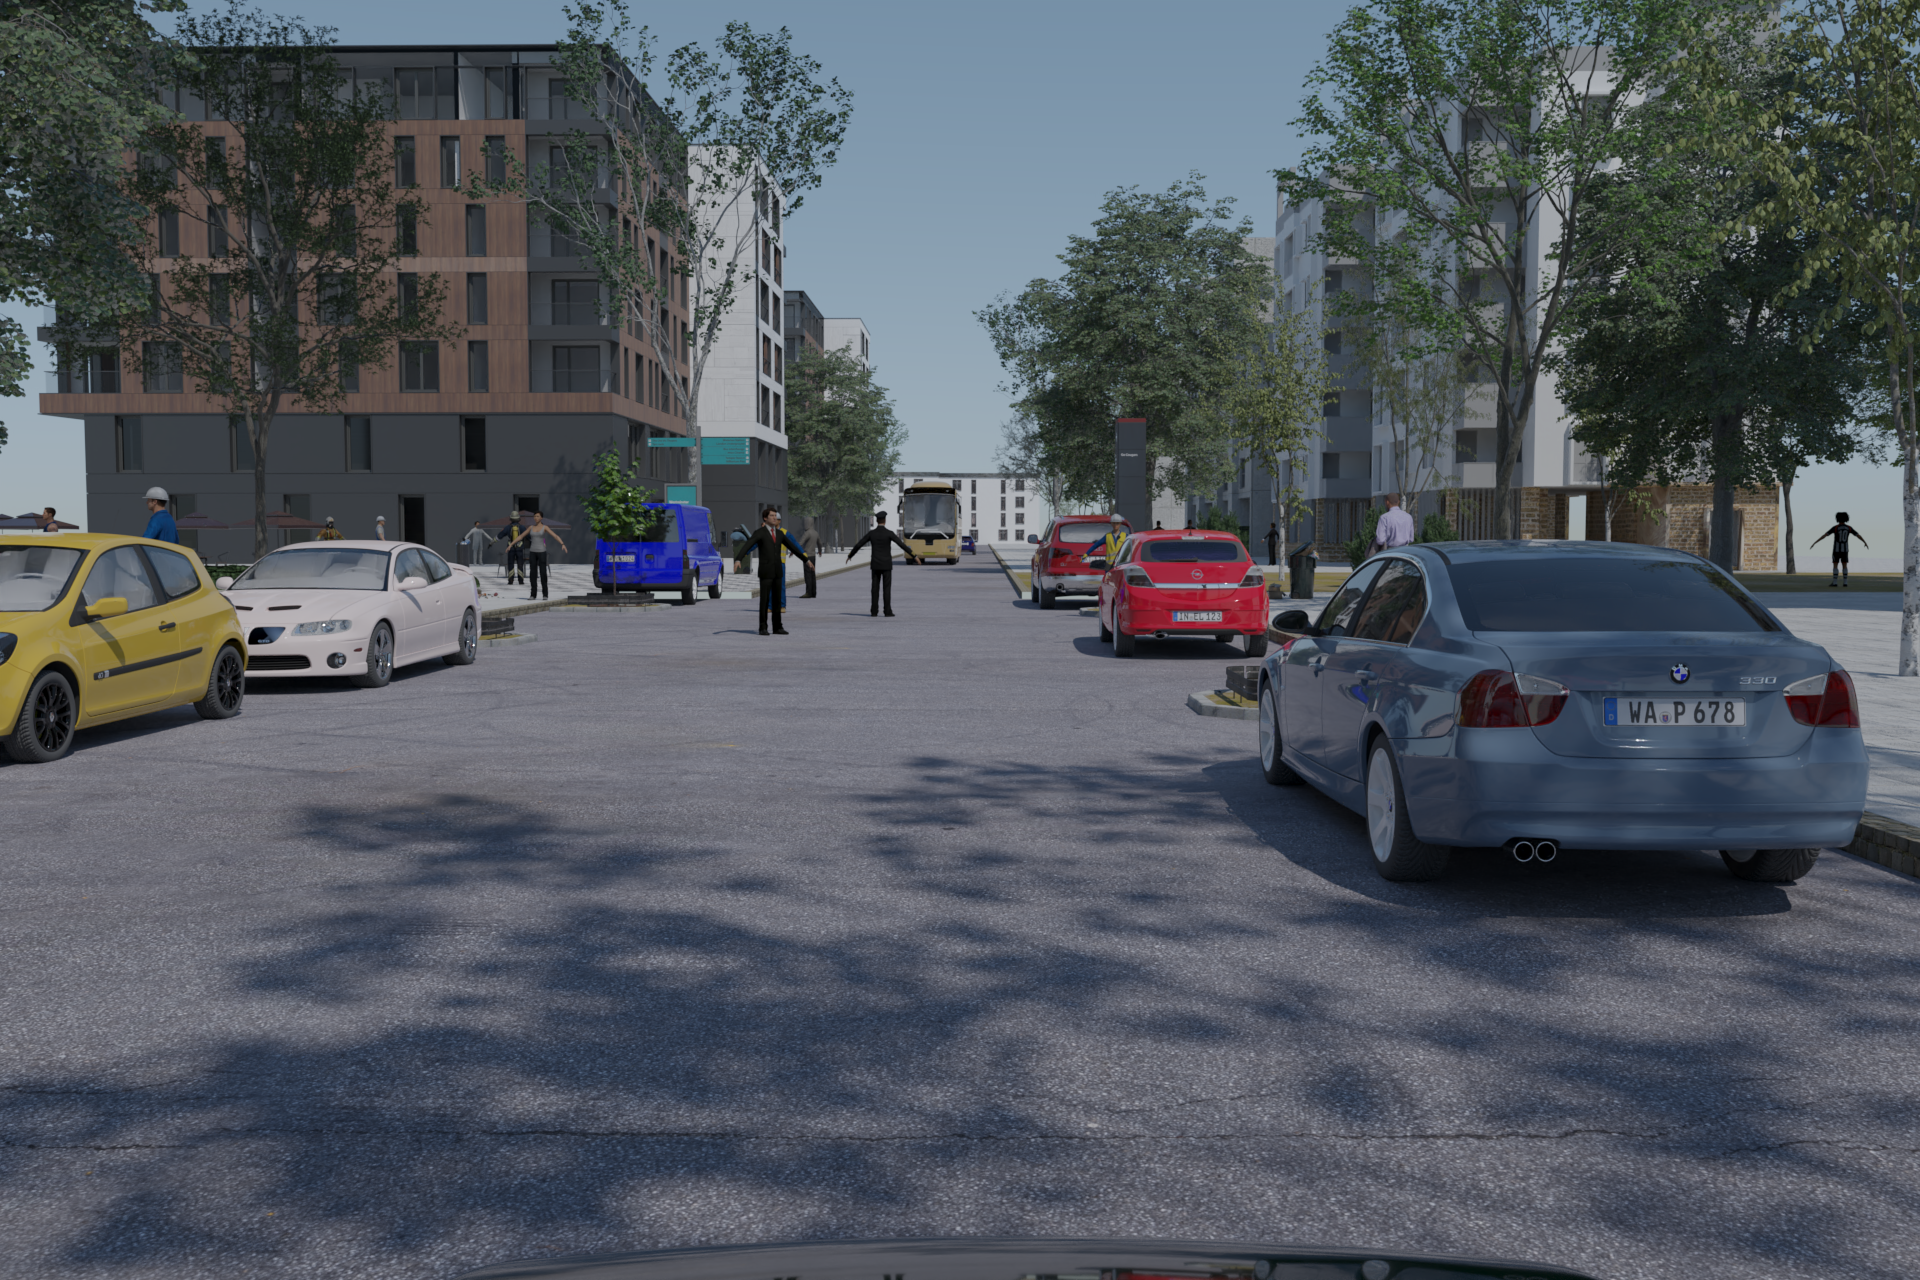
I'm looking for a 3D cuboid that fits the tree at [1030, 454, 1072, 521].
[{"bbox_3d":[7.217,-11.747,142.419,4.360,8.622,3.978,0,3,0],"label":"tree"}]

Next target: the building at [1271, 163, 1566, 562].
[{"bbox_3d":[21.700,-14.317,90.508,16.016,20.090,11.380,0,4,1],"label":"building"}]

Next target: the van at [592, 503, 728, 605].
[{"bbox_3d":[-6.258,-1.974,36.662,2.240,2.365,5.245,0,4,1],"label":"van"}]

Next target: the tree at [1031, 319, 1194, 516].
[{"bbox_3d":[7.077,-9.387,79.232,9.928,11.665,9.643,0,3,0],"label":"tree"}]

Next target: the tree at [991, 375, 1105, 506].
[{"bbox_3d":[7.389,-13.584,132.463,12.009,13.543,11.850,0,3,0],"label":"tree"}]

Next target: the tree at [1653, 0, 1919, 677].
[{"bbox_3d":[8.415,-3.967,15.221,4.737,8.622,4.395,0,3,0],"label":"tree"}]

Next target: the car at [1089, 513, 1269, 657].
[{"bbox_3d":[2.717,-0.773,21.673,2.155,1.783,4.494,0,4,1],"label":"car"}]

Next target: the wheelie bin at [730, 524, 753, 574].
[{"bbox_3d":[-6.959,-2.900,55.326,0.693,1.594,0.980,0,4,1],"label":"wheelie bin"}]

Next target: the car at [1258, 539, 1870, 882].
[{"bbox_3d":[2.610,0.219,8.428,2.014,1.417,4.499,0,4,0],"label":"car"}]

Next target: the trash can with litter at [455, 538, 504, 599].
[{"bbox_3d":[-9.949,-1.489,35.402,1.678,1.210,2.233,0,4,0],"label":"trash can with litter"}]

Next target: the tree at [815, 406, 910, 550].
[{"bbox_3d":[-8.156,-12.994,138.201,9.928,11.665,9.643,0,3,0],"label":"tree"}]

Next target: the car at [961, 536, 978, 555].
[{"bbox_3d":[0.254,-6.527,119.298,1.945,1.354,3.894,0,4,1],"label":"car"}]

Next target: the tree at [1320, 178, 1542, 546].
[{"bbox_3d":[9.060,-5.217,35.655,4.360,8.622,3.978,0,3,0],"label":"tree"}]

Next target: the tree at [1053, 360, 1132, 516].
[{"bbox_3d":[6.115,-7.414,71.574,4.360,8.622,3.978,0,3,0],"label":"tree"}]

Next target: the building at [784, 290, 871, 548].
[{"bbox_3d":[-23.362,-19.440,161.826,27.936,21.610,32.646,0,4,1],"label":"building"}]

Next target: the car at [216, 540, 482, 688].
[{"bbox_3d":[-6.294,-0.323,17.645,2.083,1.381,4.827,0,4,0],"label":"car"}]

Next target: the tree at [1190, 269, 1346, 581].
[{"bbox_3d":[8.642,-5.923,47.210,4.737,8.622,4.395,0,3,0],"label":"tree"}]

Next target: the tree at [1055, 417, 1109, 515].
[{"bbox_3d":[7.276,-9.242,101.469,4.737,8.622,4.395,0,3,0],"label":"tree"}]

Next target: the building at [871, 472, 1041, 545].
[{"bbox_3d":[-3.145,-17.700,233.993,28.070,9.664,9.099,0,4,-4],"label":"building"}]

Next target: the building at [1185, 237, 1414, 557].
[{"bbox_3d":[24.792,-15.009,111.857,16.747,18.905,31.486,0,4,1],"label":"building"}]

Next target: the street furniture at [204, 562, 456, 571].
[{"bbox_3d":[-18.672,-1.856,45.965,10.072,0.657,5.734,0,4,2],"label":"street furniture"}]

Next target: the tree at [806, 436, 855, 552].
[{"bbox_3d":[-8.410,-10.427,120.847,4.360,8.622,3.978,0,3,0],"label":"tree"}]

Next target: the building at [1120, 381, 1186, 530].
[{"bbox_3d":[26.050,-19.015,177.356,16.747,18.905,31.486,0,4,1],"label":"building"}]

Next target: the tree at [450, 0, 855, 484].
[{"bbox_3d":[-10.730,-12.540,60.924,12.611,20.169,13.585,0,3,0],"label":"tree"}]

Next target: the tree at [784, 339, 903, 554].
[{"bbox_3d":[-8.633,-12.577,112.296,9.857,13.997,8.962,0,3,0],"label":"tree"}]

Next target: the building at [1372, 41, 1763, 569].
[{"bbox_3d":[22.878,-13.247,73.002,16.016,20.090,11.380,0,4,1],"label":"building"}]

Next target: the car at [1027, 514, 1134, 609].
[{"bbox_3d":[2.516,-1.591,34.689,2.281,1.827,5.304,0,4,0],"label":"car"}]

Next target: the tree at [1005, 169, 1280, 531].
[{"bbox_3d":[6.467,-9.446,61.094,9.857,13.997,8.962,0,3,0],"label":"tree"}]

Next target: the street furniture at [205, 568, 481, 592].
[{"bbox_3d":[-16.079,-1.407,38.639,10.072,0.657,5.734,0,4,-5],"label":"street furniture"}]

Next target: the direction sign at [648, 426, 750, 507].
[{"bbox_3d":[-6.433,-3.342,43.410,2.525,3.948,1.411,0,4,2],"label":"direction sign"}]

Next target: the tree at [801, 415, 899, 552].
[{"bbox_3d":[-8.572,-11.787,127.129,8.767,10.594,7.601,0,4,4],"label":"tree"}]

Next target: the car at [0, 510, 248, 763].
[{"bbox_3d":[-6.523,-0.113,12.069,2.015,1.641,3.980,0,4,1],"label":"car"}]

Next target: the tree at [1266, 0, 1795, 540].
[{"bbox_3d":[8.898,-6.230,27.616,9.928,11.665,9.643,0,3,0],"label":"tree"}]

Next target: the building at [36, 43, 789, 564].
[{"bbox_3d":[-24.755,-14.991,89.079,27.936,21.610,32.646,0,4,1],"label":"building"}]

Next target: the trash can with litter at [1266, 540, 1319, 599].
[{"bbox_3d":[6.495,-1.387,34.069,1.055,1.170,0.624,0,4,1],"label":"trash can with litter"}]

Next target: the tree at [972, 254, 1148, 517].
[{"bbox_3d":[7.478,-16.014,117.710,12.611,20.169,13.585,0,3,0],"label":"tree"}]
